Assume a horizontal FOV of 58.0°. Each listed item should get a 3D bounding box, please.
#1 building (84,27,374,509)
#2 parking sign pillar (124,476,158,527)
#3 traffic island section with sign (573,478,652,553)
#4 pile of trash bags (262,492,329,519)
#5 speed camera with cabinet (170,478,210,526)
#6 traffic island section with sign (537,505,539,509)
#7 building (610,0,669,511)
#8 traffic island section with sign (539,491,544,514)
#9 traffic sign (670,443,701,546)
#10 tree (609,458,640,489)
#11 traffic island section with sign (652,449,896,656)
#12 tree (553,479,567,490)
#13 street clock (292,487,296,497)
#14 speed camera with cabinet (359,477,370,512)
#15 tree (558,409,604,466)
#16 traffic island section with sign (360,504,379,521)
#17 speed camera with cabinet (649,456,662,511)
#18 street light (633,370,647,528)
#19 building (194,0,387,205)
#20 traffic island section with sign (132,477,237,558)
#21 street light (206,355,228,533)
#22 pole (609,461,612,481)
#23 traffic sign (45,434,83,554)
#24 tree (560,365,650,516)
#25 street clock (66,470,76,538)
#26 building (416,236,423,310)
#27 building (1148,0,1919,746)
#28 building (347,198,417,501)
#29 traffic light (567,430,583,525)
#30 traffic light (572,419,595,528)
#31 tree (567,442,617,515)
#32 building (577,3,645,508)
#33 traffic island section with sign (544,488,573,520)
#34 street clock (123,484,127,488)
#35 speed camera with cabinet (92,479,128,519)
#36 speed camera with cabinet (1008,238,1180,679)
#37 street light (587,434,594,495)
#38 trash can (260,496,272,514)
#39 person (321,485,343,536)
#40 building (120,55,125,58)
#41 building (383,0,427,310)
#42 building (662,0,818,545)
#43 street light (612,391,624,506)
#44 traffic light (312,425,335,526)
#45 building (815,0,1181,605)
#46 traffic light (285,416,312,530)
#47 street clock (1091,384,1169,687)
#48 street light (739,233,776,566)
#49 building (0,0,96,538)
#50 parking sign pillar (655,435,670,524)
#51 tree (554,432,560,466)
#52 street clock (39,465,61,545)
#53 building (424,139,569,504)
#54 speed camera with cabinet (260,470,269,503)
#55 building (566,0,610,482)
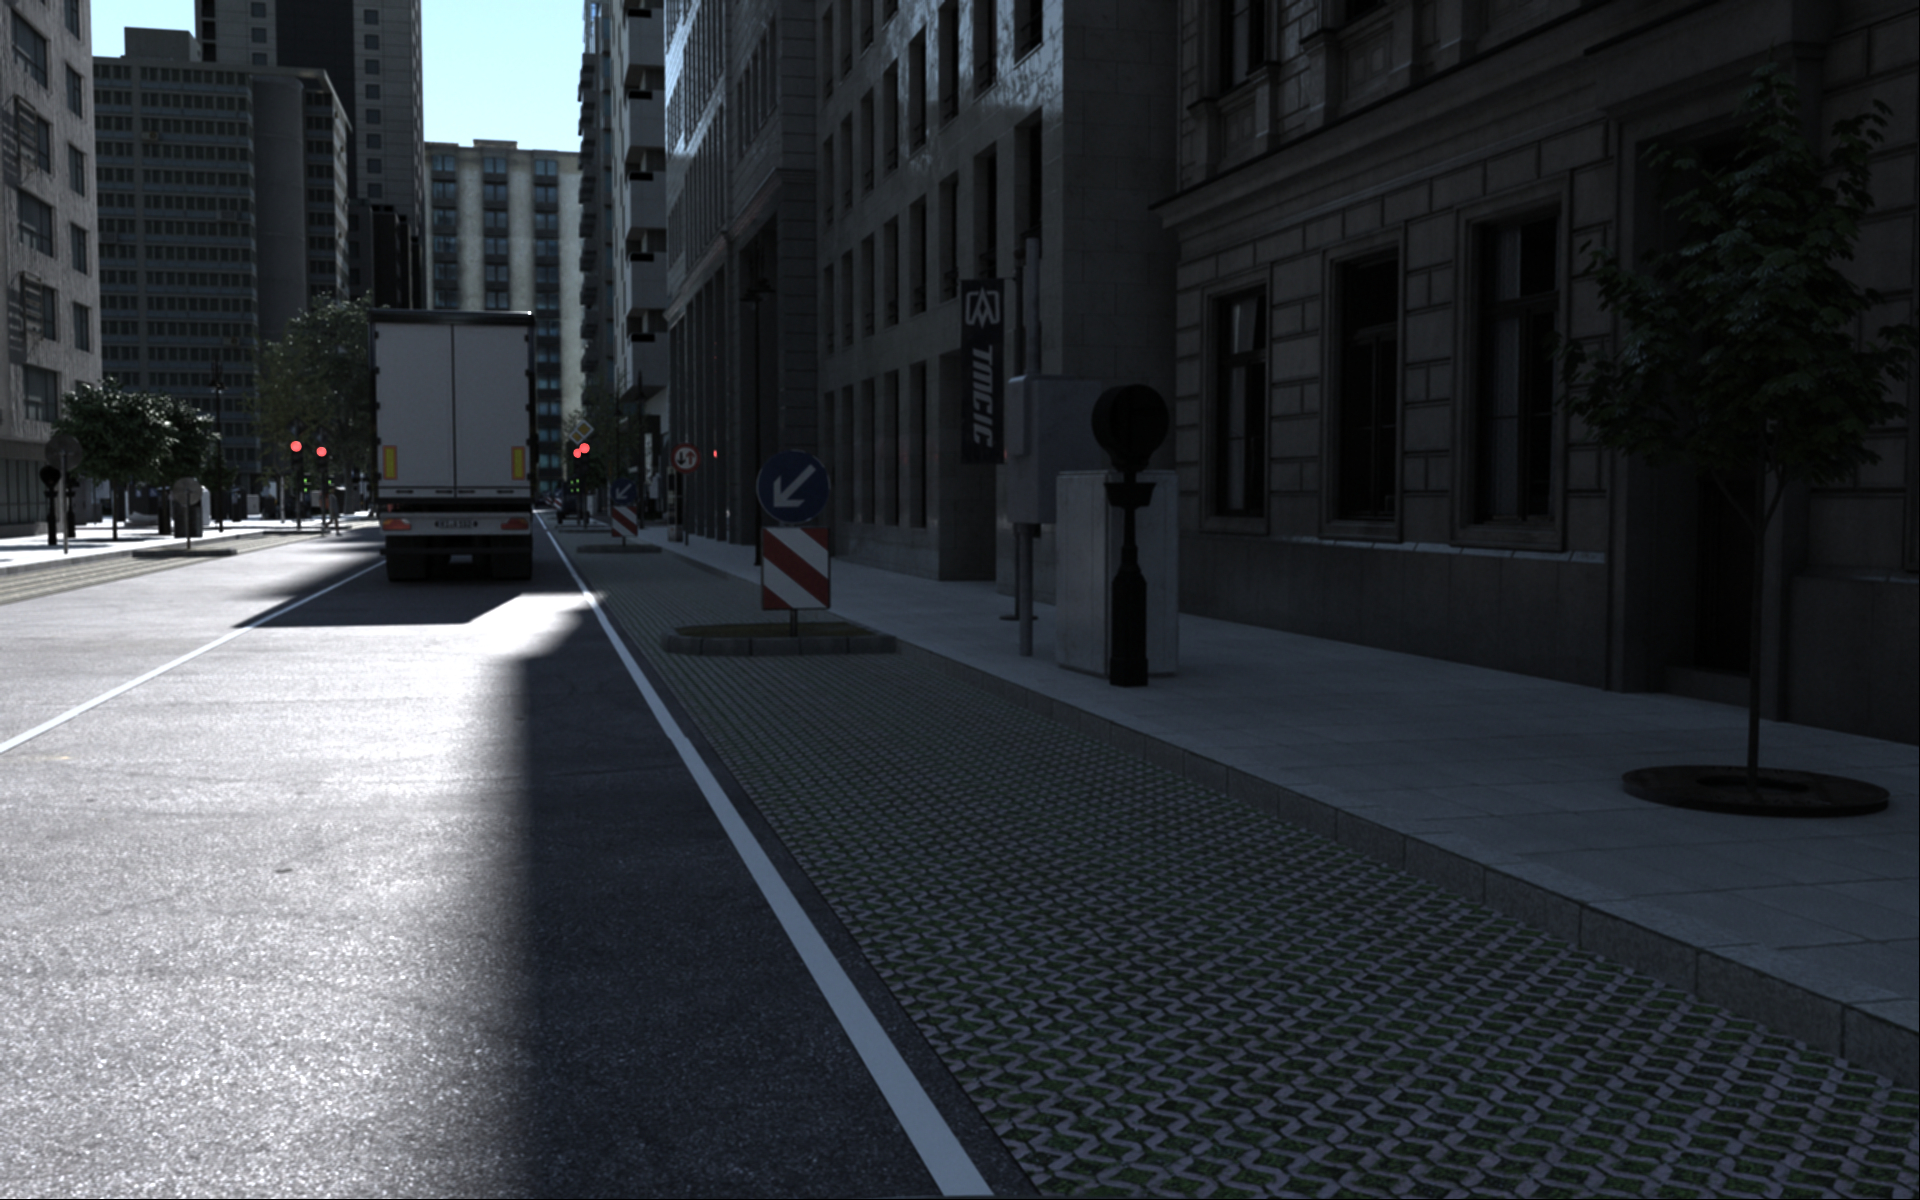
[{"bbox_3d":[-66.195,-27.974,149.255,32.217,40.220,23.993,-1,4,-14],"label":"building"},{"bbox_3d":[-32.442,-4.909,68.742,1.447,3.967,1.447,2,4,31],"label":"parking sign pillar"},{"bbox_3d":[-8.398,-2.072,42.513,1.989,1.847,2.006,-1,4,-14],"label":"traffic island section with sign"},{"bbox_3d":[-34.497,-4.930,90.349,1.912,1.369,3.447,3,5,43],"label":"pile of trash bags"},{"bbox_3d":[-30.551,-4.544,68.627,0.660,3.252,2.038,0,4,6],"label":"speed camera with cabinet"},{"bbox_3d":[-40.837,-9.956,171.407,1.989,1.847,2.006,-1,4,-14],"label":"traffic island section with sign"},{"bbox_3d":[-11.813,-33.069,129.909,28.713,52.752,27.495,-1,4,-14],"label":"building"},{"bbox_3d":[-28.560,-6.971,122.611,1.989,1.847,2.006,-1,4,-14],"label":"traffic island section with sign"},{"bbox_3d":[-6.805,-2.627,43.057,0.768,2.556,0.104,0,4,-6],"label":"traffic sign"},{"bbox_3d":[-18.082,-5.983,92.428,1.663,3.219,1.824,0,3,0],"label":"tree"},{"bbox_3d":[-1.766,-0.461,16.163,1.989,1.847,2.006,-1,4,-14],"label":"traffic island section with sign"},{"bbox_3d":[-48.882,-13.258,211.361,1.663,3.219,1.824,0,3,0],"label":"tree"},{"bbox_3d":[-52.689,-8.121,137.342,0.471,2.002,0.358,-1,4,-12],"label":"street clock"},{"bbox_3d":[-43.448,-8.028,125.594,0.660,3.252,2.038,0,4,2],"label":"speed camera with cabinet"},{"bbox_3d":[-32.759,-12.207,149.948,4.360,8.622,3.978,0,3,0],"label":"tree"},{"bbox_3d":[-31.390,-5.213,93.855,1.989,1.847,2.006,-1,4,-14],"label":"traffic island section with sign"},{"bbox_3d":[-15.282,-5.834,89.716,0.660,3.252,2.038,2,4,25],"label":"speed camera with cabinet"},{"bbox_3d":[-11.876,-5.604,64.414,0.468,5.910,1.993,-1,4,-14],"label":"street light"},{"bbox_3d":[-87.417,-48.290,227.796,20.611,71.187,20.563,-1,4,-14],"label":"building"},{"bbox_3d":[-17.827,-1.915,39.938,1.989,1.847,2.006,-1,4,-14],"label":"traffic island section with sign"},{"bbox_3d":[-24.690,-5.193,57.701,0.468,5.910,1.993,-1,4,-14],"label":"street light"},{"bbox_3d":[-21.309,-6.832,105.548,0.158,3.312,0.155,0,3,0],"label":"pole"},{"bbox_3d":[-19.160,-2.259,37.045,0.768,2.556,0.104,0,4,-6],"label":"traffic sign"},{"bbox_3d":[-20.079,-9.159,100.111,4.737,8.622,4.395,0,3,0],"label":"tree"},{"bbox_3d":[-25.961,-2.811,50.530,0.358,2.002,0.471,0,4,-7],"label":"street clock"},{"bbox_3d":[-64.833,-25.256,184.640,14.160,30.474,14.107,-1,4,-14],"label":"building"},{"bbox_3d":[9.006,-8.958,11.094,10.561,19.102,19.286,-1,4,-14],"label":"building"},{"bbox_3d":[-61.519,-24.382,170.340,14.160,30.474,14.107,-1,4,-14],"label":"building"},{"bbox_3d":[-15.947,-5.096,72.240,0.839,4.253,0.868,-1,4,-14],"label":"traffic light"},{"bbox_3d":[-13.998,-4.622,64.496,0.839,4.253,0.868,-1,4,-14],"label":"traffic light"},{"bbox_3d":[-22.708,-7.582,107.687,4.285,4.588,4.351,0,3,0],"label":"tree"},{"bbox_3d":[-26.940,-33.996,175.449,23.786,49.044,30.456,-1,4,-14],"label":"building"},{"bbox_3d":[-21.917,-5.357,96.221,1.989,1.847,2.006,-1,4,-14],"label":"traffic island section with sign"},{"bbox_3d":[-58.868,-7.204,122.354,0.358,2.002,0.471,1,4,20],"label":"street clock"},{"bbox_3d":[-44.090,-5.866,90.239,2.038,3.252,0.660,0,4,2],"label":"speed camera with cabinet"},{"bbox_3d":[0.959,-1.136,12.907,0.660,3.252,2.038,-1,4,-18],"label":"speed camera with cabinet"},{"bbox_3d":[-23.747,-8.477,111.389,0.468,5.910,1.993,-1,4,-14],"label":"street light"},{"bbox_3d":[-42.934,-5.845,107.225,0.748,1.137,0.748,0,3,0],"label":"trash can"},{"bbox_3d":[-21.376,-3.040,58.955,0.466,1.731,0.760,2,4,35],"label":"person"},{"bbox_3d":[-93.490,-34.986,195.714,21.600,48.544,21.300,-1,4,-14],"label":"building"},{"bbox_3d":[-73.241,-46.653,201.030,20.611,71.187,20.563,-1,4,-14],"label":"building"},{"bbox_3d":[-2.008,-16.707,50.649,11.434,29.767,29.804,-1,4,-14],"label":"building"},{"bbox_3d":[-15.367,-6.423,77.812,0.468,5.910,1.993,-1,4,-14],"label":"street light"},{"bbox_3d":[-25.653,-4.946,69.789,0.839,4.253,0.868,-1,4,-14],"label":"traffic light"},{"bbox_3d":[4.139,-10.625,28.466,10.420,20.320,16.860,-1,4,-14],"label":"building"},{"bbox_3d":[-23.703,-4.472,62.045,0.839,4.253,0.868,-1,4,-14],"label":"traffic light"},{"bbox_3d":[1.131,-0.427,11.552,0.471,2.002,0.358,-2,4,-26],"label":"street clock"},{"bbox_3d":[-3.617,-3.558,30.955,0.468,5.910,1.993,-1,4,-14],"label":"street light"},{"bbox_3d":[-34.795,-22.544,52.188,14.086,41.232,14.154,-1,4,-14],"label":"building"},{"bbox_3d":[-12.498,-5.293,75.019,1.447,3.967,1.447,-2,4,-28],"label":"parking sign pillar"},{"bbox_3d":[-34.347,-12.565,155.801,4.737,8.622,4.395,0,3,0],"label":"tree"},{"bbox_3d":[-22.849,-2.384,43.549,0.471,2.002,0.358,-2,4,-24],"label":"street clock"},{"bbox_3d":[-63.181,-37.747,236.778,30.456,49.044,23.786,-1,4,-14],"label":"building"},{"bbox_3d":[-52.841,-8.403,131.730,0.660,3.252,2.038,-2,4,-27],"label":"speed camera with cabinet"},{"bbox_3d":[-35.232,-54.554,204.635,22.319,86.520,31.000,-1,4,-14],"label":"building"}]
